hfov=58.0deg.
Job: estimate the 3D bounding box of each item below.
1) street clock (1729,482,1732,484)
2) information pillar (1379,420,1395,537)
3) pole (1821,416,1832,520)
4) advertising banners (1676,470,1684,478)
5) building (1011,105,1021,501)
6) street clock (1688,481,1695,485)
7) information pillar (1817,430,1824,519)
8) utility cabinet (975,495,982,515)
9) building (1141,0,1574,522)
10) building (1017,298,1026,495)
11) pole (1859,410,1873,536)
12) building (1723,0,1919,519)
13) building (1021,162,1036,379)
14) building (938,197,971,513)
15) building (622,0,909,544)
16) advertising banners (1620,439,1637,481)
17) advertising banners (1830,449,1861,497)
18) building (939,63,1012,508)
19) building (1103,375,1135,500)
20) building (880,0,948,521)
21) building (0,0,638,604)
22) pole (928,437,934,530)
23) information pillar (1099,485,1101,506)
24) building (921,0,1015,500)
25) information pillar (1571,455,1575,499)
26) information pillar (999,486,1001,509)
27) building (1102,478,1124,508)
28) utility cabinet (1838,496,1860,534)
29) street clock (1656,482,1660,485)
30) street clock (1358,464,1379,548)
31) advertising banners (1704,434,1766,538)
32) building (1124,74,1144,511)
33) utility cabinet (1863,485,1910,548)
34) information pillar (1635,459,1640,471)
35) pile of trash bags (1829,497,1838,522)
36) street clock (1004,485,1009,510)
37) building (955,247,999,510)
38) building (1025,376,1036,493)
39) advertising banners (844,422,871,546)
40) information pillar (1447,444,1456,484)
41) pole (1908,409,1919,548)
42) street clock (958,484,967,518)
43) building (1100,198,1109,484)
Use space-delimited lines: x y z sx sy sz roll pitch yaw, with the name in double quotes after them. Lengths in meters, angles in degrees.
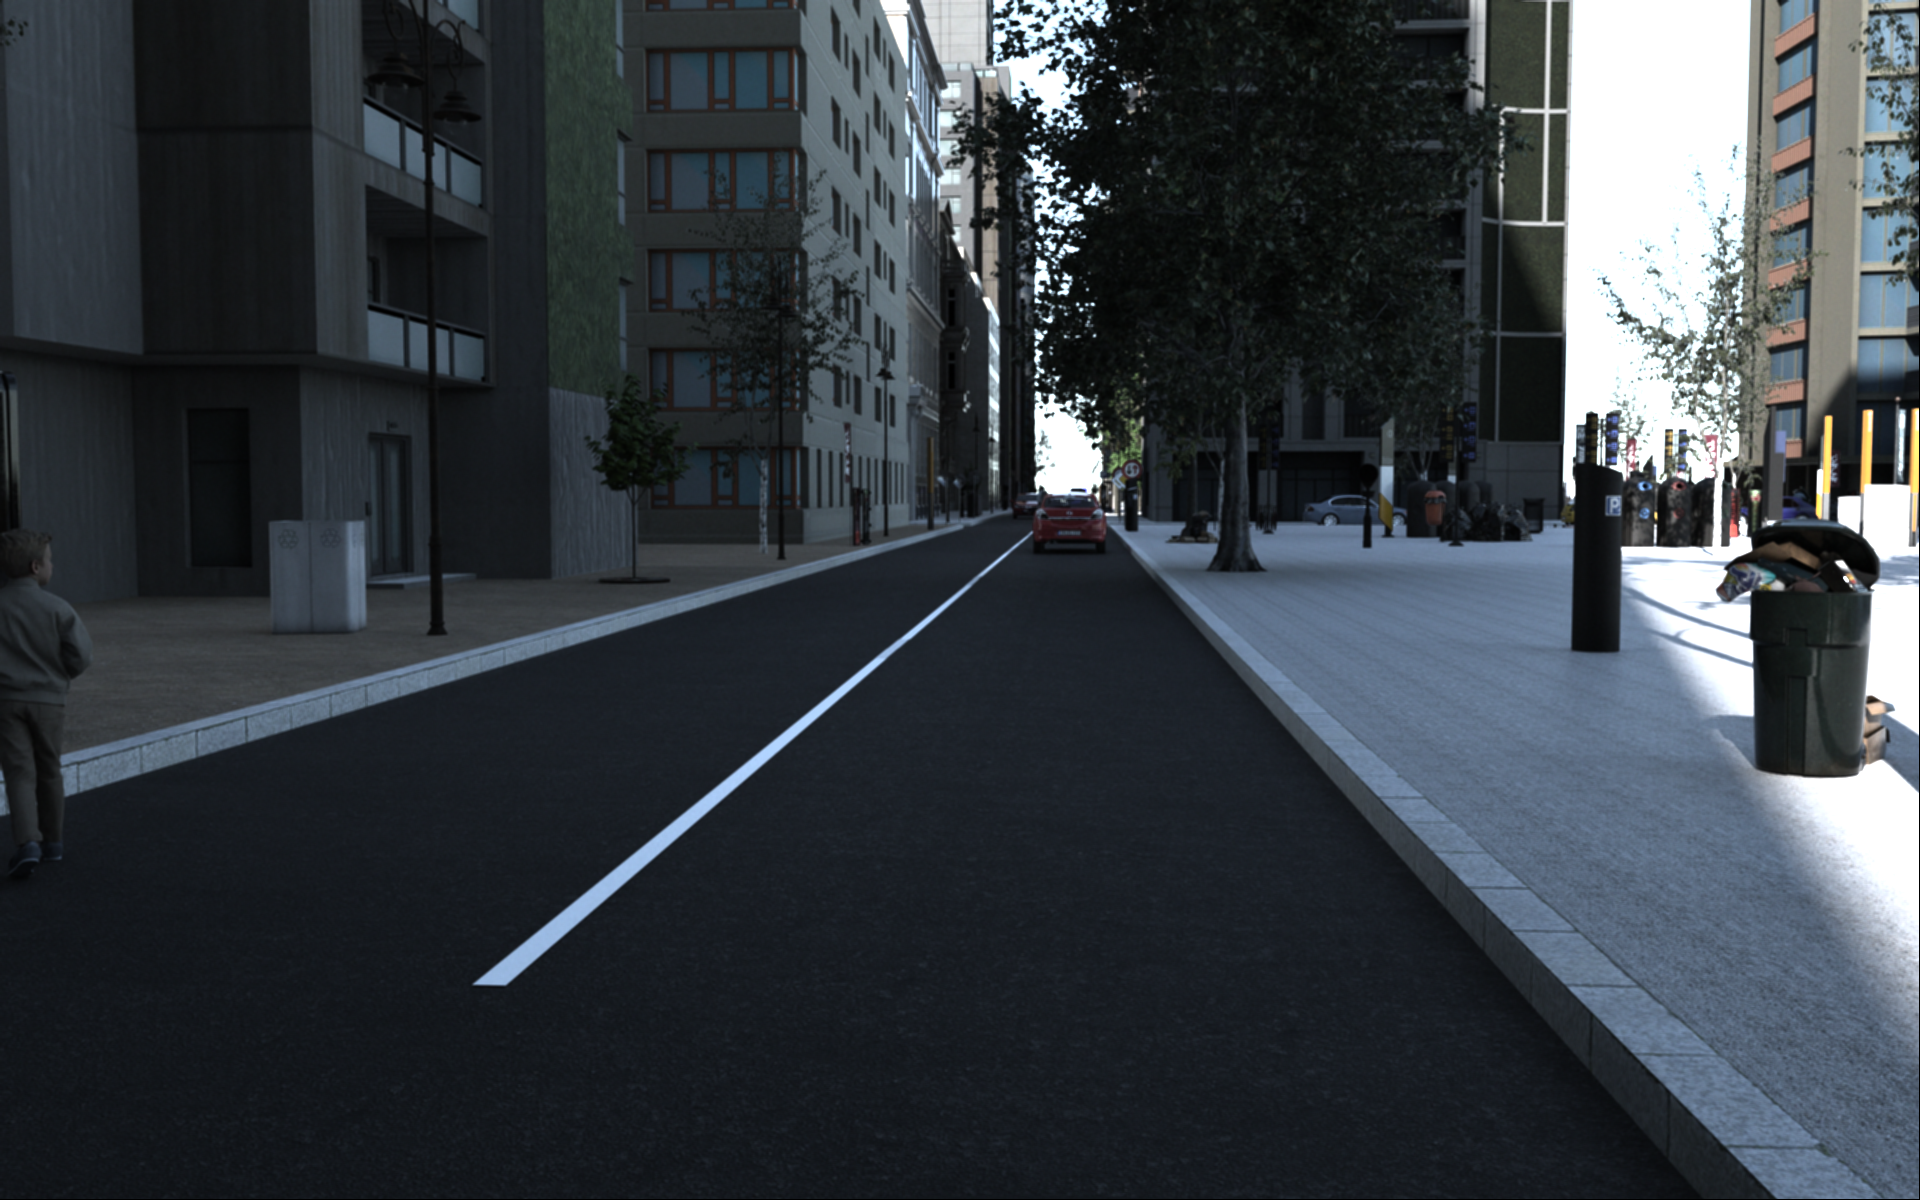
46.870 -6.150 105.119 0.471 2.002 0.358 1 4 11 "street clock"
12.633 -3.664 51.269 0.504 3.616 0.183 -2 4 -27 "information pillar"
22.698 -3.152 45.386 0.158 3.312 0.155 0 3 0 "pole"
51.730 -7.965 126.414 2.074 3.025 0.090 3 4 38 "advertising banners"
-0.304 -33.349 195.371 14.600 45.320 14.200 0 4 4 "building"
39.802 -5.496 94.433 0.471 2.002 0.358 1 4 21 "street clock"
29.658 -4.171 59.551 0.504 3.616 0.183 -3 4 -36 "information pillar"
1.017 -5.824 106.390 0.306 1.237 1.020 -2 4 -26 "utility cabinet"
19.836 -39.629 86.189 20.611 71.187 20.563 0 4 4 "building"
2.119 -29.026 246.270 14.160 30.474 14.107 0 4 4 "building"
22.035 -2.953 42.132 0.158 3.312 0.155 0 3 0 "pole"
54.237 -26.408 86.397 28.867 44.769 22.147 0 4 4 "building"
2.022 -46.126 296.152 21.231 58.520 28.212 0 4 4 "building"
-6.594 -18.236 117.241 14.460 24.649 34.723 0 4 4 "building"
-17.464 -13.037 58.194 28.899 21.520 27.650 0 4 4 "building"
21.100 -3.640 55.694 0.090 3.025 2.074 -1 4 -13 "advertising banners"
34.933 -4.373 67.693 2.074 3.025 0.090 1 4 10 "advertising banners"
-2.498 -29.190 160.857 14.154 41.232 14.086 0 4 4 "building"
27.525 -34.526 248.090 14.154 41.232 14.086 0 4 4 "building"
-7.983 -18.586 89.780 13.634 28.700 20.117 0 4 4 "building"
-13.266 -20.796 23.613 14.154 41.232 14.086 0 4 4 "building"
-1.054 -4.179 62.174 0.158 3.312 0.155 0 3 0 "pole"
11.770 -8.566 144.551 0.304 2.012 0.304 -1 4 -12 "information pillar"
-4.745 -45.212 177.470 20.563 71.187 20.611 0 4 4 "building"
36.972 -6.891 104.014 0.504 3.616 0.183 2 4 32 "information pillar"
3.385 -9.051 152.482 0.304 2.012 0.304 3 5 44 "information pillar"
31.957 -30.473 190.108 32.217 40.220 23.993 0 4 4 "building"
24.301 -2.198 47.097 1.020 1.237 0.306 -2 4 -29 "utility cabinet"
42.183 -6.125 104.715 0.358 2.002 0.471 2 4 26 "street clock"
9.728 -2.247 41.316 0.471 2.002 0.358 1 4 18 "street clock"
22.596 -3.330 50.632 2.074 3.025 0.090 -1 4 -9 "advertising banners"
23.762 -29.485 136.706 22.147 44.769 28.867 0 4 4 "building"
21.713 -1.950 40.564 1.173 1.500 0.318 -2 4 -25 "utility cabinet"
45.339 -7.635 116.187 0.504 3.616 0.183 2 4 28 "information pillar"
33.076 -3.260 63.048 1.912 1.369 3.447 -1 4 -23 "pile of trash bags"
3.662 -8.228 139.098 0.358 2.002 0.471 -3 5 -41 "street clock"
-2.349 -17.623 142.888 10.420 20.320 16.860 0 4 4 "building"
-2.459 -25.892 268.367 27.650 21.520 28.899 0 4 4 "building"
-2.559 -2.864 43.014 0.090 3.025 2.074 1 4 15 "advertising banners"
21.938 -5.241 77.042 0.504 3.616 0.183 0 4 -2 "information pillar"
22.833 -2.911 41.444 0.158 3.312 0.155 0 3 0 "pole"
0.105 -5.519 94.813 0.471 2.002 0.358 1 4 15 "street clock"
37.859 -43.290 297.033 28.713 52.752 27.495 0 4 4 "building"
